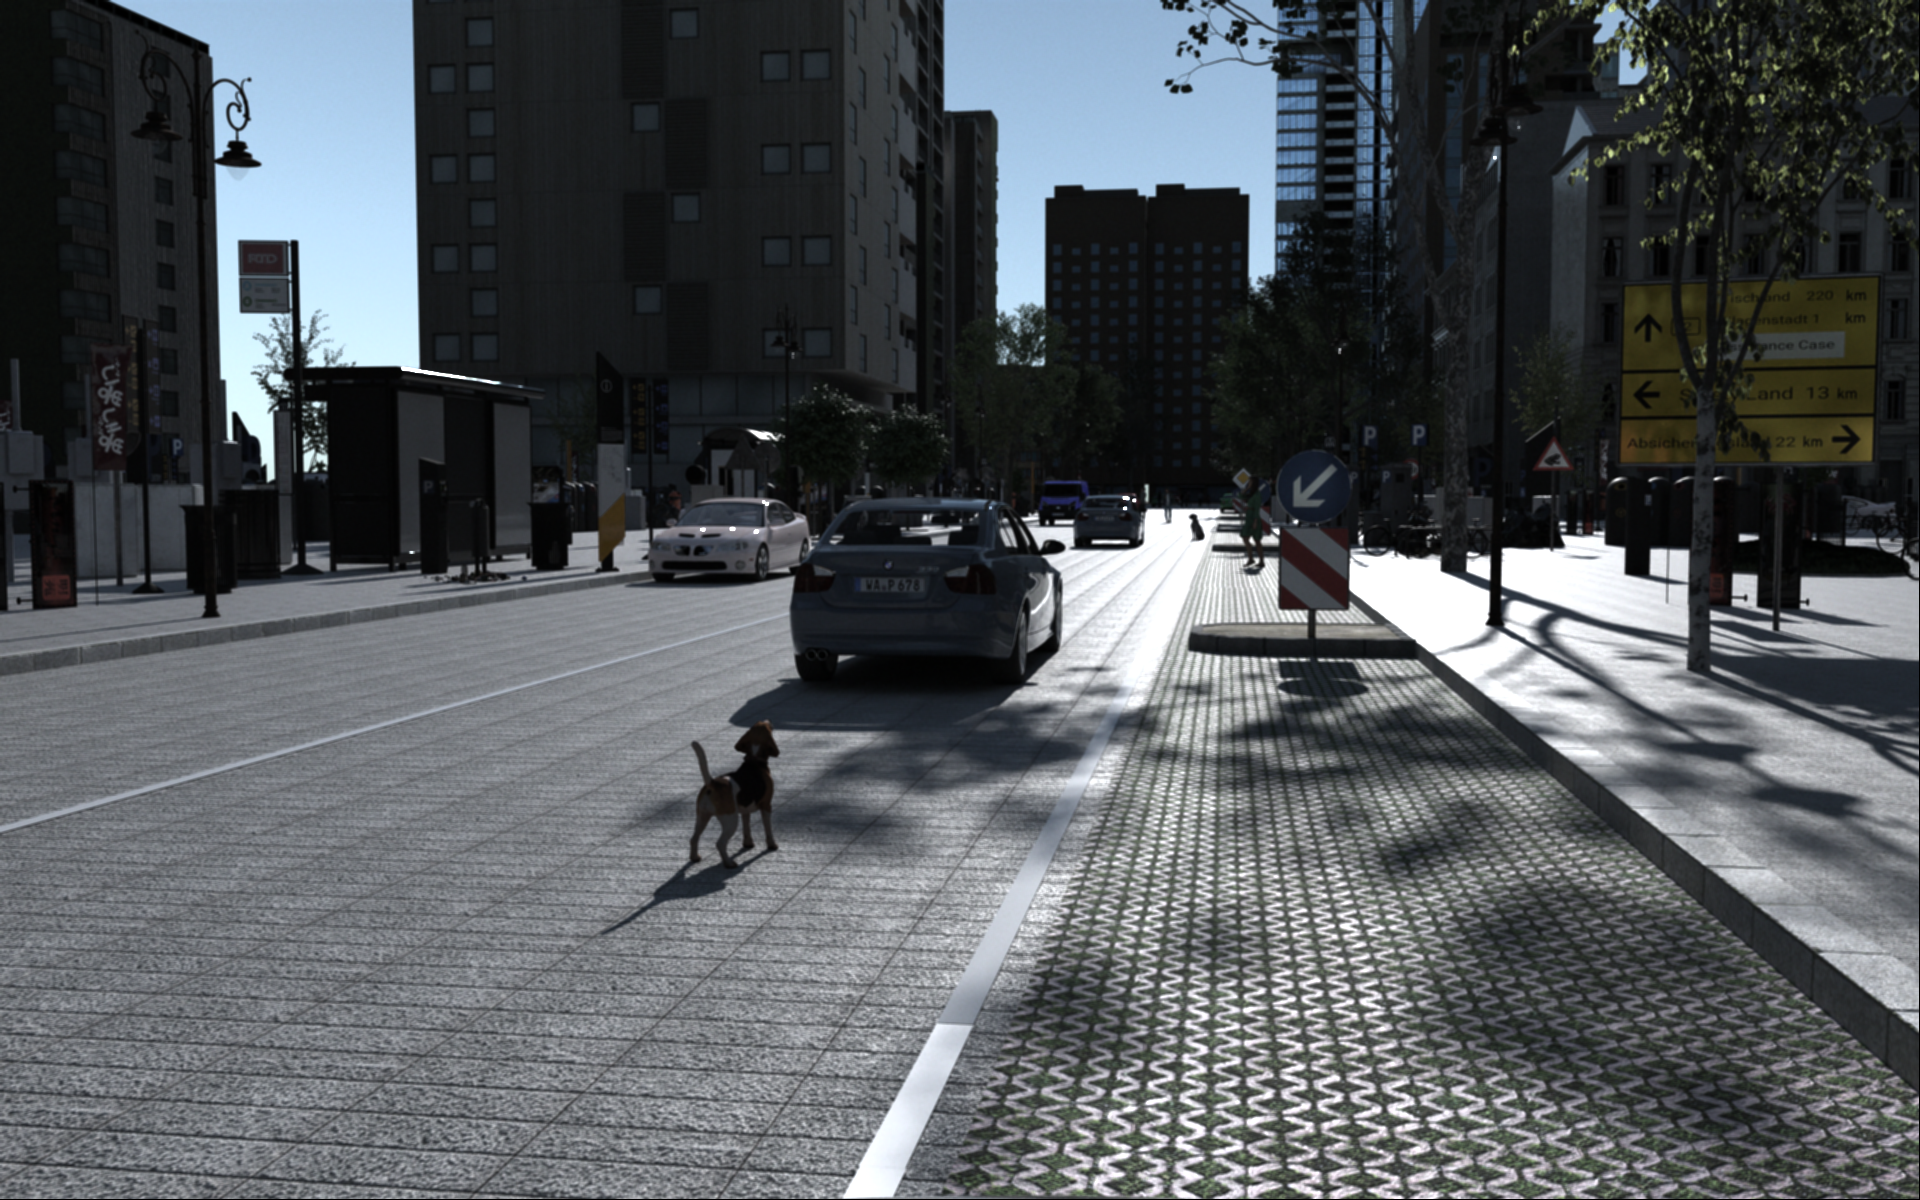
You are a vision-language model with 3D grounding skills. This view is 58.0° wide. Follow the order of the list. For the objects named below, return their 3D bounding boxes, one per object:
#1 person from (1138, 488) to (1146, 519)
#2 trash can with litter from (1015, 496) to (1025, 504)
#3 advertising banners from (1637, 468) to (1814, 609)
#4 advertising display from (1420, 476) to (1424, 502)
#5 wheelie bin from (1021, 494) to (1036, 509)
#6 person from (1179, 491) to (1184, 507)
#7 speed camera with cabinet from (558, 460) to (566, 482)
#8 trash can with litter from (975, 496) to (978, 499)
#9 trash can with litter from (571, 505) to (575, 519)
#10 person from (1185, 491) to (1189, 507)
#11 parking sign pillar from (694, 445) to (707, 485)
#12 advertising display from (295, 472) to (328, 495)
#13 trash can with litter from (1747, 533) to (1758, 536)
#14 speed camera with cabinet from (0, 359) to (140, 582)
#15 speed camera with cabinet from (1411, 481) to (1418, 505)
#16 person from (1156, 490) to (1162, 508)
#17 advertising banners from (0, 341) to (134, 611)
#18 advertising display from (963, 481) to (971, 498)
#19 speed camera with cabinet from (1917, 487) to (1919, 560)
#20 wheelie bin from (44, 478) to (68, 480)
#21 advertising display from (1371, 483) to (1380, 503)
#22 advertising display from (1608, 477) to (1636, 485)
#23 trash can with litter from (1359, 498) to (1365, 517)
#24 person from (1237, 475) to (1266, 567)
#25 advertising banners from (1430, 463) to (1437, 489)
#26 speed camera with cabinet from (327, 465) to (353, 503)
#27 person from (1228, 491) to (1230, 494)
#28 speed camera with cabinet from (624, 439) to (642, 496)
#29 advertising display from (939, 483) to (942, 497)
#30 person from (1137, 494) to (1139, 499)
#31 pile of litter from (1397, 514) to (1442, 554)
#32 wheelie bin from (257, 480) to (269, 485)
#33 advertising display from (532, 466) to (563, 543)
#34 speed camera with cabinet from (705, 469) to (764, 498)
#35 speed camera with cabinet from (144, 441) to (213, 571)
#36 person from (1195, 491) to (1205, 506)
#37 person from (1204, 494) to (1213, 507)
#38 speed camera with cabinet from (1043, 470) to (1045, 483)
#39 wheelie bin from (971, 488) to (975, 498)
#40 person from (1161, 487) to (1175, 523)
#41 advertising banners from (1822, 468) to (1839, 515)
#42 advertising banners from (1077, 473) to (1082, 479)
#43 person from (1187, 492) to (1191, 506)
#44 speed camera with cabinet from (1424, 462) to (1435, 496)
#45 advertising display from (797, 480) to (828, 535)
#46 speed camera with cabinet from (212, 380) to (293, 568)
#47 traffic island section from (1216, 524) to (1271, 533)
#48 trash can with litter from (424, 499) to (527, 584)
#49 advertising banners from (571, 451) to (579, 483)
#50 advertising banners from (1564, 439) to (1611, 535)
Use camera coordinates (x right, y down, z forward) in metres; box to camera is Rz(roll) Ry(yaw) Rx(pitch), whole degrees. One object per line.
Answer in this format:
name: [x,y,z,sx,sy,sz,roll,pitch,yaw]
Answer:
person: [10.401,-5.522,98.969,0.473,1.802,0.592,3,5,42]
trash can with litter: [3.294,-5.403,99.718,1.055,1.170,0.624,-2,4,-27]
advertising banners: [8.685,-1.450,19.903,2.074,3.025,0.090,3,5,43]
advertising display: [16.181,-3.396,60.736,0.123,1.923,0.974,1,4,16]
wheelie bin: [5.134,-7.620,132.494,0.980,1.594,0.693,-1,4,-17]
person: [24.344,-11.077,190.437,0.721,1.723,1.217,-1,4,-17]
speed camera with cabinet: [-22.275,-6.421,99.323,2.038,3.252,0.660,0,4,-2]
trash can with litter: [1.067,-8.089,143.639,0.624,1.170,1.055,-3,5,-42]
trash can with litter: [-15.731,-3.478,68.250,0.624,1.170,1.055,-3,4,-39]
person: [25.565,-11.379,195.269,0.721,1.735,1.217,2,4,27]
parking sign pillar: [-13.958,-6.481,94.438,1.447,3.967,1.447,-3,5,-43]
advertising display: [-18.867,-2.768,50.473,0.974,1.923,0.123,-2,4,-29]
trash can with litter: [24.765,-2.553,52.795,1.678,1.210,2.233,2,4,34]
speed camera with cabinet: [-13.523,-1.939,26.044,0.660,3.252,2.038,3,5,39]
speed camera with cabinet: [31.965,-7.971,124.658,2.038,3.252,0.660,-2,4,-25]
person: [20.701,-10.487,179.992,0.705,1.821,1.348,-1,4,-16]
advertising banners: [-10.214,-1.420,19.400,0.090,3.025,2.074,2,4,35]
advertising display: [0.268,-4.289,75.333,0.123,1.923,0.974,-1,4,-17]
speed camera with cabinet: [18.957,-2.307,32.050,2.038,3.252,0.660,3,4,39]
wheelie bin: [-17.643,-1.582,33.767,0.980,1.594,0.693,-2,4,-25]
advertising display: [25.087,-6.077,104.578,0.123,1.923,0.974,3,5,39]
advertising display: [24.337,-3.578,63.711,0.974,1.923,0.123,1,4,14]
trash can with litter: [19.627,-4.452,84.178,1.055,1.170,0.624,0,4,4]
person: [5.725,-1.526,33.692,0.529,1.795,0.600,-1,4,-15]
advertising banners: [27.039,-6.151,96.762,0.090,3.025,2.074,-2,4,-32]
speed camera with cabinet: [-18.712,-3.552,52.415,0.660,3.252,2.038,-1,4,-11]
person: [30.674,-11.560,197.520,1.348,1.823,0.705,2,4,28]
speed camera with cabinet: [-12.195,-4.219,63.322,0.660,3.252,2.038,0,4,7]
advertising display: [-0.935,-5.837,100.642,0.123,1.923,0.974,-2,4,-26]
person: [15.614,-8.573,151.920,0.557,1.426,1.065,-1,4,-9]
pile of litter: [10.195,-1.451,37.688,1.719,0.858,1.176,-2,4,-30]
wheelie bin: [-15.538,-1.877,38.596,0.693,1.594,0.980,-3,4,-36]
advertising display: [-9.478,-2.092,39.412,0.974,1.923,0.123,1,4,19]
speed camera with cabinet: [-7.954,-4.087,61.157,2.038,3.252,0.660,-2,4,-33]
speed camera with cabinet: [-13.713,-2.114,28.898,2.038,3.252,0.660,0,4,-4]
person: [27.698,-11.702,199.805,1.348,1.826,0.705,3,5,41]
person: [27.757,-11.111,193.429,1.065,1.426,0.557,0,4,-4]
speed camera with cabinet: [6.674,-9.010,141.643,0.660,3.252,2.038,0,4,2]
wheelie bin: [0.331,-5.088,91.096,0.980,1.594,0.693,-3,4,-38]
person: [10.330,-4.729,86.173,0.623,1.781,0.721,-1,4,-14]
advertising banners: [23.457,-3.180,48.185,2.074,3.025,0.090,1,4,12]
advertising banners: [9.403,-9.095,144.893,0.090,3.025,2.074,-3,5,-43]
person: [26.721,-11.804,202.418,0.530,1.710,0.541,-1,4,-14]
speed camera with cabinet: [30.008,-6.983,108.516,2.038,3.252,0.660,0,4,-3]
advertising display: [-4.608,-2.986,54.032,0.974,1.923,0.123,-1,4,-9]
speed camera with cabinet: [-12.745,-2.226,30.731,0.660,3.252,2.038,1,4,15]
traffic island section: [10.731,-2.648,65.569,2.009,0.180,2.903,1,4,9]
trash can with litter: [-7.294,-0.893,25.651,1.678,1.210,2.233,0,4,-4]
advertising banners: [-14.888,-4.484,69.504,2.074,3.025,0.090,2,4,27]
advertising banners: [19.759,-3.565,54.479,2.074,3.025,0.090,-2,4,-31]
